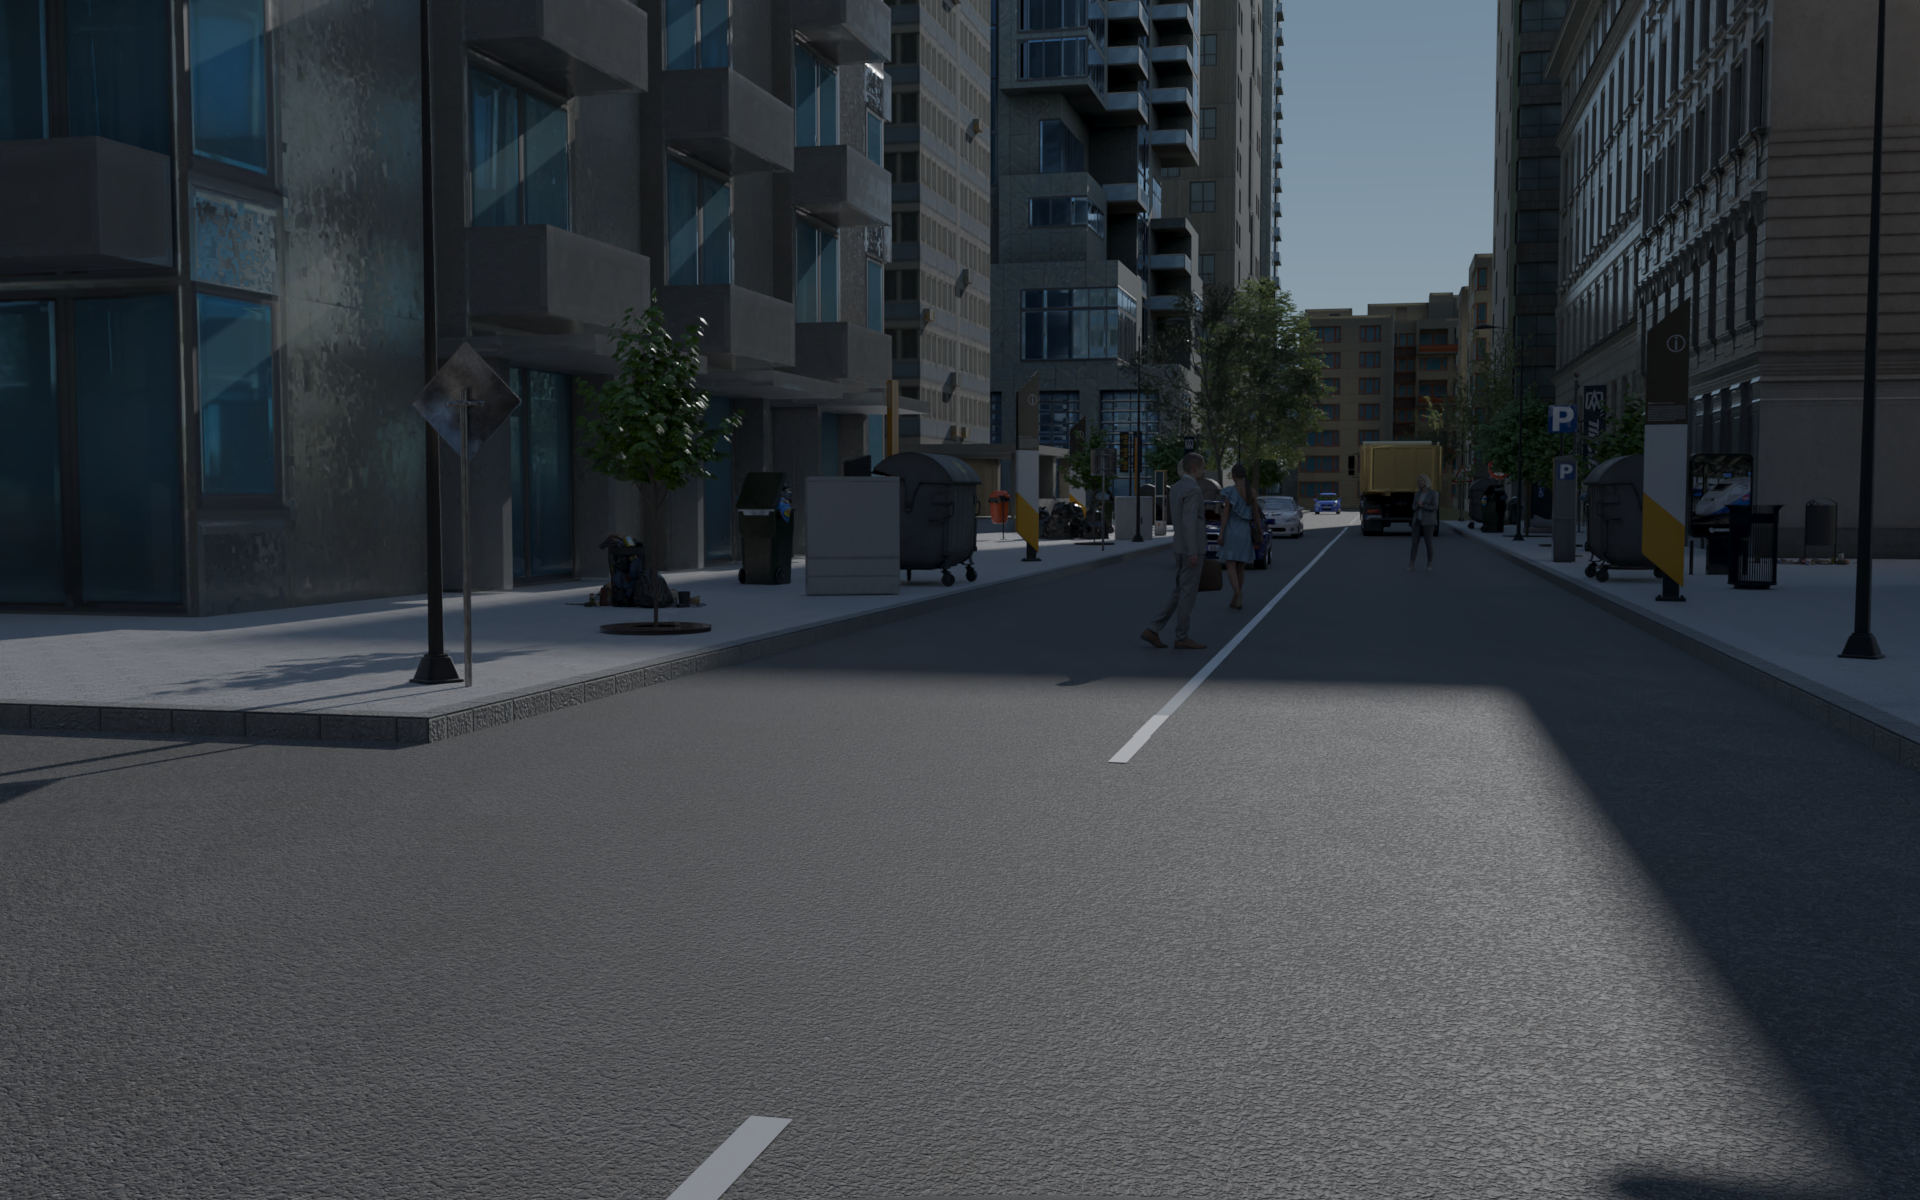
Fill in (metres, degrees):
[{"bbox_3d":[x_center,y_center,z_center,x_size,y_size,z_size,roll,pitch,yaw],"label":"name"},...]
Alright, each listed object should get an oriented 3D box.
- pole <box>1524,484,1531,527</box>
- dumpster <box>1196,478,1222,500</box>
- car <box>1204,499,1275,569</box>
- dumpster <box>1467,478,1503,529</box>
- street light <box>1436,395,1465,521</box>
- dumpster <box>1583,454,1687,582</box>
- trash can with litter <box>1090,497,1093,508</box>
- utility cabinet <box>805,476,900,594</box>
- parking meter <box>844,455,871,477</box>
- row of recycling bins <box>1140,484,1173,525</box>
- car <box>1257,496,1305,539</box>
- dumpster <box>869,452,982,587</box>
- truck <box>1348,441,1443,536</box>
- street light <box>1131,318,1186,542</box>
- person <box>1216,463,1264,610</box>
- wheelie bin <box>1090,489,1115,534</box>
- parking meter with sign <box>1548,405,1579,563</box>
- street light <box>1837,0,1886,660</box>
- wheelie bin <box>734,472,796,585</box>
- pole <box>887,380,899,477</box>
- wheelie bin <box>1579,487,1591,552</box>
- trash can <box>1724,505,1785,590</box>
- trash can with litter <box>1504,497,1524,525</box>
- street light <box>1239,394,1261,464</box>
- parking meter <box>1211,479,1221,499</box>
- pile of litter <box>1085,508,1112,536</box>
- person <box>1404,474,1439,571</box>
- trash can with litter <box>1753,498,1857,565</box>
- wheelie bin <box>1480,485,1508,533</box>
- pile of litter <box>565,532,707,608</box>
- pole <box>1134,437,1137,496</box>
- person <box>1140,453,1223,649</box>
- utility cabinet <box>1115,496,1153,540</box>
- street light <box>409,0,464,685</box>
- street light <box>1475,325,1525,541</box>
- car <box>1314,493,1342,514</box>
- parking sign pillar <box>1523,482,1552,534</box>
[{"bbox_3d":[20.945,-4.283,63.874,0.158,3.312,0.155,0,3,0],"label":"pole"},{"bbox_3d":[8.991,-3.563,64.014,1.264,1.857,1.865,1,4,14],"label":"dumpster"},{"bbox_3d":[5.264,-1.327,34.269,1.945,1.354,3.894,1,4,12],"label":"car"},{"bbox_3d":[19.342,-3.544,63.695,1.264,1.857,1.865,1,4,14],"label":"dumpster"},{"bbox_3d":[23.077,-6.664,81.496,1.470,5.913,1.316,1,4,14],"label":"street light"},{"bbox_3d":[9.985,-1.217,25.652,1.264,1.857,1.865,1,4,13],"label":"dumpster"},{"bbox_3d":[6.390,-4.182,79.768,0.624,1.170,1.055,-1,4,-22],"label":"trash can with litter"},{"bbox_3d":[-1.369,-0.814,21.991,1.173,1.500,0.318,-1,4,-10],"label":"utility cabinet"},{"bbox_3d":[-1.538,-1.231,25.833,0.399,1.863,0.255,-2,4,-25],"label":"parking meter"},{"bbox_3d":[8.730,-3.998,72.474,3.534,1.692,1.069,-3,5,-45],"label":"row of recycling bins"},{"bbox_3d":[10.392,-2.757,57.439,2.083,1.381,4.827,1,4,14],"label":"car"},{"bbox_3d":[-0.494,-1.159,24.709,1.264,1.857,1.865,1,4,14],"label":"dumpster"},{"bbox_3d":[15.771,-4.068,62.438,3.469,3.379,9.791,1,4,12],"label":"truck"},{"bbox_3d":[5.284,-4.494,46.023,1.470,5.913,1.316,1,4,14],"label":"street light"},{"bbox_3d":[3.495,-0.791,21.532,0.616,1.811,0.778,0,4,-3],"label":"person"},{"bbox_3d":[4.618,-2.956,56.240,0.693,1.594,0.980,-1,4,-22],"label":"wheelie bin"},{"bbox_3d":[11.557,-2.257,33.161,0.543,3.016,1.738,1,4,16],"label":"parking meter with sign"},{"bbox_3d":[6.549,-2.508,13.543,1.470,5.913,1.316,1,4,14],"label":"street light"},{"bbox_3d":[-2.777,-1.028,24.713,0.980,1.594,0.693,1,4,22],"label":"wheelie bin"},{"bbox_3d":[-1.206,-2.279,31.112,0.158,3.312,0.155,0,3,0],"label":"pole"},{"bbox_3d":[14.265,-1.871,38.499,0.980,1.594,0.693,2,4,34],"label":"wheelie bin"},{"bbox_3d":[10.709,-0.718,23.386,0.748,1.137,0.748,0,3,0],"label":"trash can"},{"bbox_3d":[22.728,-3.678,71.518,1.055,1.170,0.624,-2,4,-31],"label":"trash can with litter"},{"bbox_3d":[13.454,-6.572,79.992,1.470,5.913,1.316,1,4,14],"label":"street light"},{"bbox_3d":[9.776,-3.711,66.379,0.255,1.863,0.399,-3,4,-36],"label":"parking meter"},{"bbox_3d":[3.829,-2.419,53.510,1.719,0.858,1.176,3,5,42],"label":"pile of litter"},{"bbox_3d":[8.656,-1.447,32.349,0.526,1.800,0.537,-3,4,-37],"label":"person"},{"bbox_3d":[15.403,-1.274,31.892,2.233,1.210,1.678,1,4,20],"label":"trash can with litter"},{"bbox_3d":[17.712,-3.026,57.377,0.980,1.594,0.693,-3,4,-37],"label":"wheelie bin"},{"bbox_3d":[-3.739,-0.367,19.966,1.719,0.858,1.176,3,4,37],"label":"pile of litter"},{"bbox_3d":[6.351,-4.182,62.222,0.158,3.312,0.155,0,3,0],"label":"pole"},{"bbox_3d":[2.118,-0.454,16.038,0.853,1.813,0.709,-1,4,-15],"label":"person"},{"bbox_3d":[4.838,-2.267,48.221,1.020,1.237,0.306,0,4,-6],"label":"utility cabinet"},{"bbox_3d":[-3.047,-2.383,11.506,1.470,5.913,1.316,1,4,14],"label":"street light"},{"bbox_3d":[14.822,-4.588,47.547,1.470,5.913,1.316,1,4,14],"label":"street light"},{"bbox_3d":[26.170,-6.950,123.218,1.945,1.707,3.694,1,4,14],"label":"car"},{"bbox_3d":[19.233,-4.176,56.751,1.447,3.967,1.447,-1,4,-12],"label":"parking sign pillar"}]
